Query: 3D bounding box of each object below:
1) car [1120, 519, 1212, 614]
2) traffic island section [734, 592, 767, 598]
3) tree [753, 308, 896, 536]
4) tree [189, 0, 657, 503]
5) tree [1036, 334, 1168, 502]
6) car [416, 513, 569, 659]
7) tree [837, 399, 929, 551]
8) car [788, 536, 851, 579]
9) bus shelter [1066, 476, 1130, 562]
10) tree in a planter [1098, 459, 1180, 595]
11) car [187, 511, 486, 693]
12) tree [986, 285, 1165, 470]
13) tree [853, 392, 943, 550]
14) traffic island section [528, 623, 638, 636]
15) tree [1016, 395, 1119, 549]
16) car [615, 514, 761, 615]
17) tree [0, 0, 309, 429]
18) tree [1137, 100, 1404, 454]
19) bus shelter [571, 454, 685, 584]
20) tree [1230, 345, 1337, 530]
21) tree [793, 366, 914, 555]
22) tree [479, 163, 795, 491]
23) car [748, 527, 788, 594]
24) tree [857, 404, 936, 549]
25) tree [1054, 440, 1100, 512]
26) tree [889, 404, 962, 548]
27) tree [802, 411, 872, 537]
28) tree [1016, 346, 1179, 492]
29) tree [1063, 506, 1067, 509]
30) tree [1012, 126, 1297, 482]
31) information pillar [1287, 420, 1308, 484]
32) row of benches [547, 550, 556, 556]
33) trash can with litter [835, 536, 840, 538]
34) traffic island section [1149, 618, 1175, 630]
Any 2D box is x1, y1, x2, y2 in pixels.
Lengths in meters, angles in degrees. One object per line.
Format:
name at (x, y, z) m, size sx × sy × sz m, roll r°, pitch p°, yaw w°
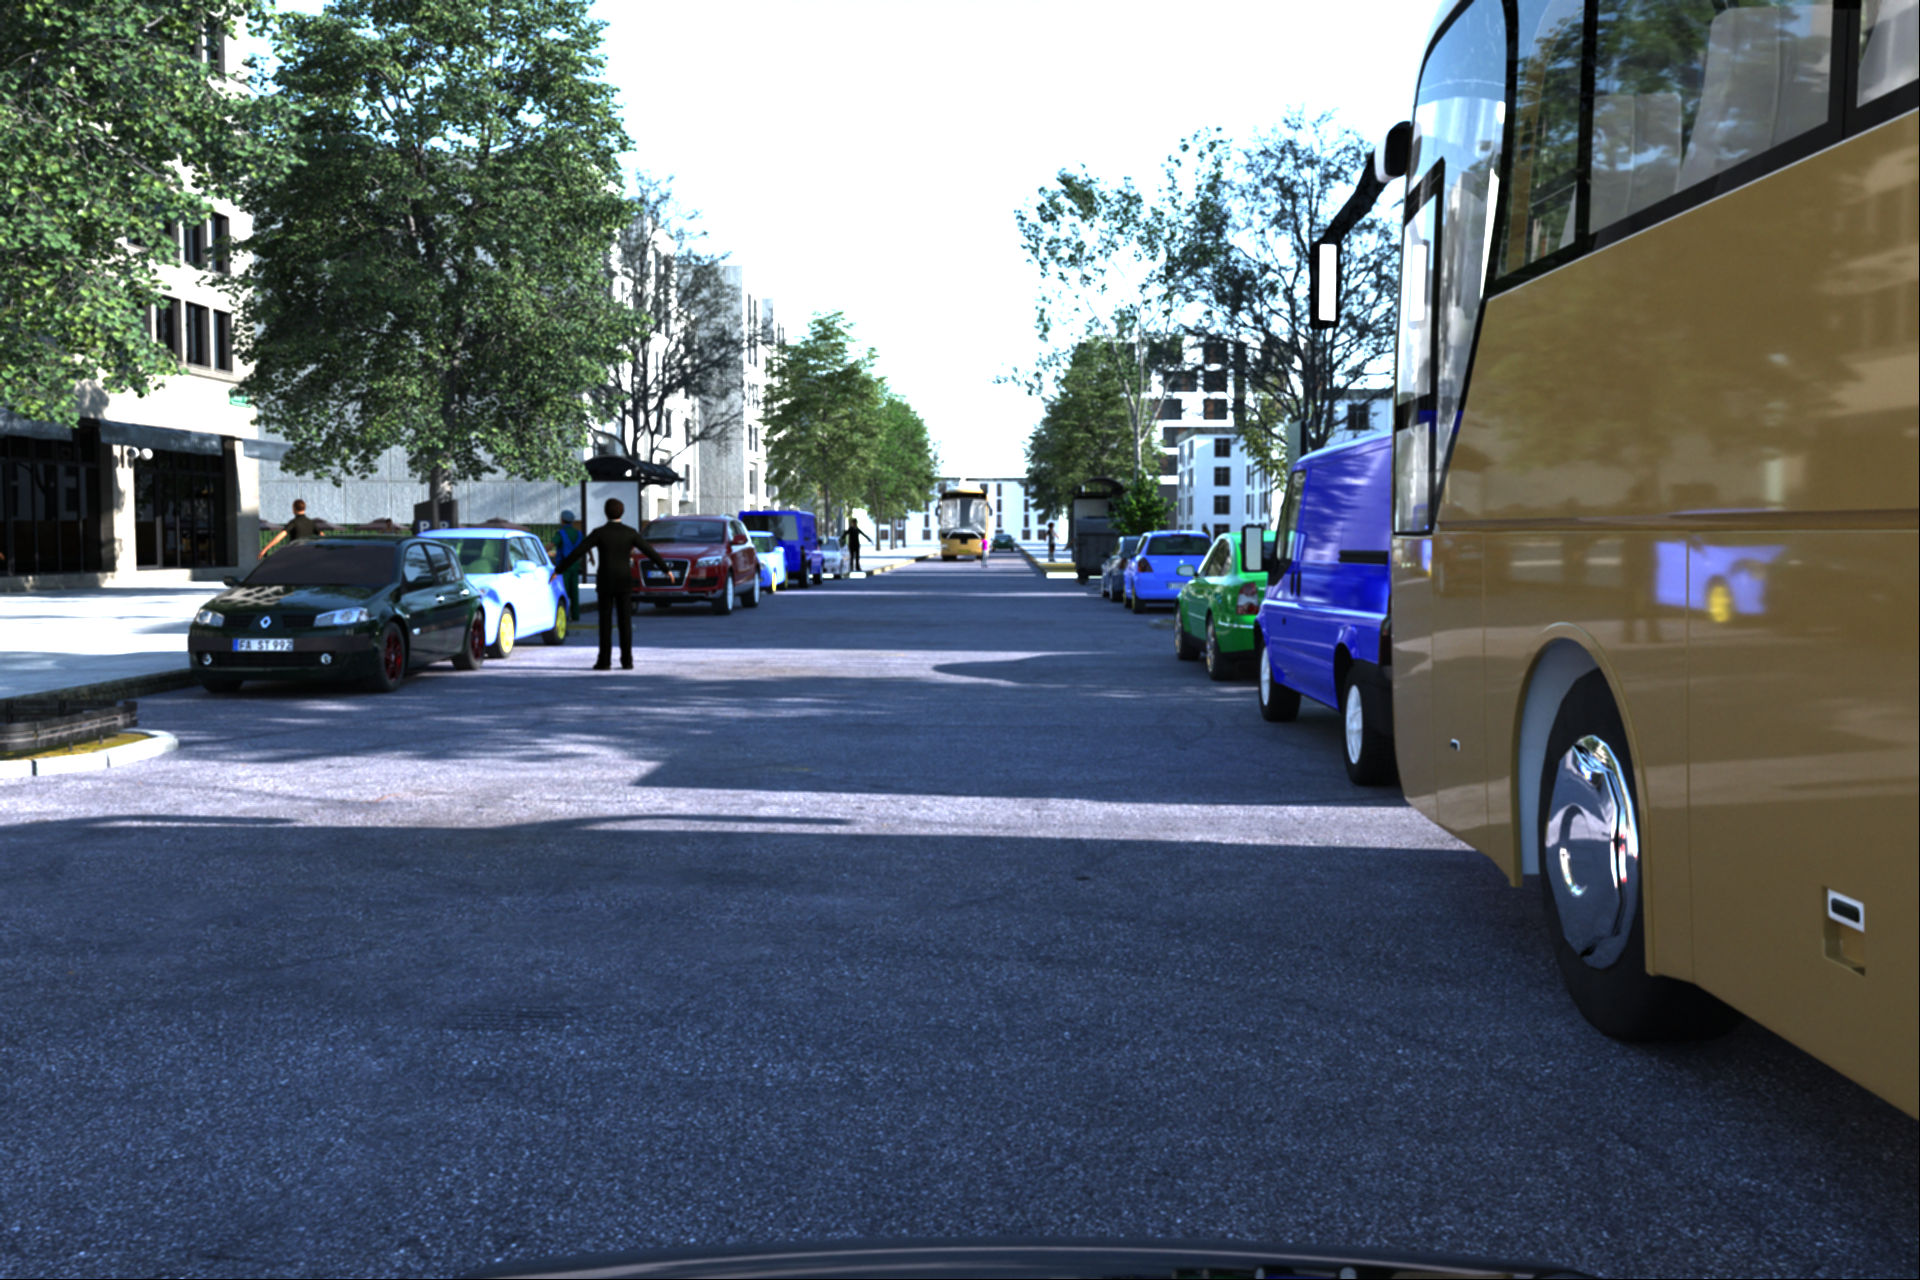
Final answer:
car at (3.982, -1.397, 32.433) m, size 1.945 × 1.707 × 3.694 m, roll 0°, pitch 4°, yaw 2°
traffic island section at (-5.475, -1.033, 39.752) m, size 1.991 × 0.108 × 1.994 m, roll 0°, pitch 4°, yaw 1°
tree at (-6.864, -10.331, 87.047) m, size 7.486 × 12.596 × 7.792 m, roll 0°, pitch 3°, yaw 0°
tree at (-10.863, -7.919, 36.132) m, size 9.857 × 13.997 × 8.962 m, roll 0°, pitch 3°, yaw 0°
tree at (8.025, -11.065, 99.042) m, size 7.486 × 12.596 × 7.792 m, roll 0°, pitch 3°, yaw 0°
car at (-6.000, -0.701, 21.054) m, size 1.945 × 1.707 × 3.694 m, roll 0°, pitch 4°, yaw 2°
tree at (-6.037, -12.440, 129.155) m, size 9.928 × 11.665 × 9.643 m, roll 0°, pitch 3°, yaw 0°
car at (-4.621, -2.700, 56.499) m, size 2.083 × 1.381 × 4.827 m, roll 0°, pitch 4°, yaw 2°
bus shelter at (4.995, -4.255, 63.493) m, size 2.014 × 3.302 × 5.546 m, roll 0°, pitch 4°, yaw 1°
tree in a planter at (4.302, -2.692, 41.237) m, size 1.991 × 3.239 × 1.994 m, roll 0°, pitch 4°, yaw 2°
car at (-5.948, -0.435, 16.900) m, size 2.009 × 1.686 × 4.222 m, roll 0°, pitch 4°, yaw 1°
tree at (8.576, -16.960, 133.177) m, size 12.611 × 20.169 × 13.585 m, roll 0°, pitch 3°, yaw 0°
tree at (-5.150, -13.478, 138.500) m, size 7.486 × 12.596 × 7.792 m, roll 0°, pitch 3°, yaw 0°
traffic island section at (-5.787, -0.146, 25.248) m, size 1.991 × 0.108 × 1.994 m, roll 0°, pitch 4°, yaw 2°
tree at (9.478, -14.883, 149.995) m, size 9.857 × 13.997 × 8.962 m, roll 0°, pitch 3°, yaw 0°
car at (-5.010, -1.448, 32.350) m, size 2.281 × 1.827 × 5.304 m, roll 0°, pitch 4°, yaw 2°
tree at (-12.058, -6.876, 19.086) m, size 9.857 × 13.997 × 8.962 m, roll 0°, pitch 3°, yaw 0°
tree at (10.084, -8.477, 48.965) m, size 12.009 × 13.543 × 11.850 m, roll 0°, pitch 3°, yaw 0°
bus shelter at (-8.881, -3.231, 46.743) m, size 2.014 × 3.302 × 5.546 m, roll 0°, pitch 4°, yaw 1°
tree at (12.319, -7.166, 67.525) m, size 4.737 × 8.622 × 4.395 m, roll 0°, pitch 3°, yaw 0°
tree at (-6.678, -11.021, 105.954) m, size 9.928 × 11.665 × 9.643 m, roll 0°, pitch 3°, yaw 0°
tree at (-10.639, -8.956, 56.804) m, size 12.009 × 13.543 × 11.850 m, roll 0°, pitch 3°, yaw 0°
car at (-5.252, -2.021, 42.639) m, size 1.945 × 1.707 × 3.694 m, roll 0°, pitch 4°, yaw 1°
tree at (-5.711, -14.196, 150.238) m, size 7.486 × 12.596 × 7.792 m, roll 0°, pitch 3°, yaw 0°
tree at (8.808, -10.579, 123.336) m, size 4.737 × 8.622 × 4.395 m, roll 0°, pitch 3°, yaw 0°
tree at (-5.289, -15.442, 162.839) m, size 12.009 × 13.543 × 11.850 m, roll 0°, pitch 3°, yaw 0°
tree at (-6.929, -8.943, 96.582) m, size 4.737 × 8.622 × 4.395 m, roll 0°, pitch 3°, yaw 0°
tree at (8.740, -12.335, 112.041) m, size 12.009 × 13.543 × 11.850 m, roll 0°, pitch 3°, yaw 0°
tree at (10.380, -12.810, 159.808) m, size 4.737 × 8.622 × 4.395 m, roll 0°, pitch 3°, yaw 0°
tree at (9.625, -13.687, 79.678) m, size 12.611 × 20.169 × 13.585 m, roll 0°, pitch 3°, yaw 0°
information pillar at (7.105, -2.766, 36.539) m, size 0.184 × 3.620 × 1.656 m, roll 0°, pitch 4°, yaw 2°
row of benches at (-15.911, -3.179, 67.443) m, size 1.422 × 0.672 × 4.104 m, roll 2°, pitch 4°, yaw 27°
trash can with litter at (-4.610, -3.411, 66.820) m, size 1.678 × 1.210 × 2.233 m, roll 0°, pitch 4°, yaw 2°
traffic island section at (3.944, -0.238, 26.759) m, size 1.991 × 0.108 × 1.994 m, roll 0°, pitch 4°, yaw 1°
